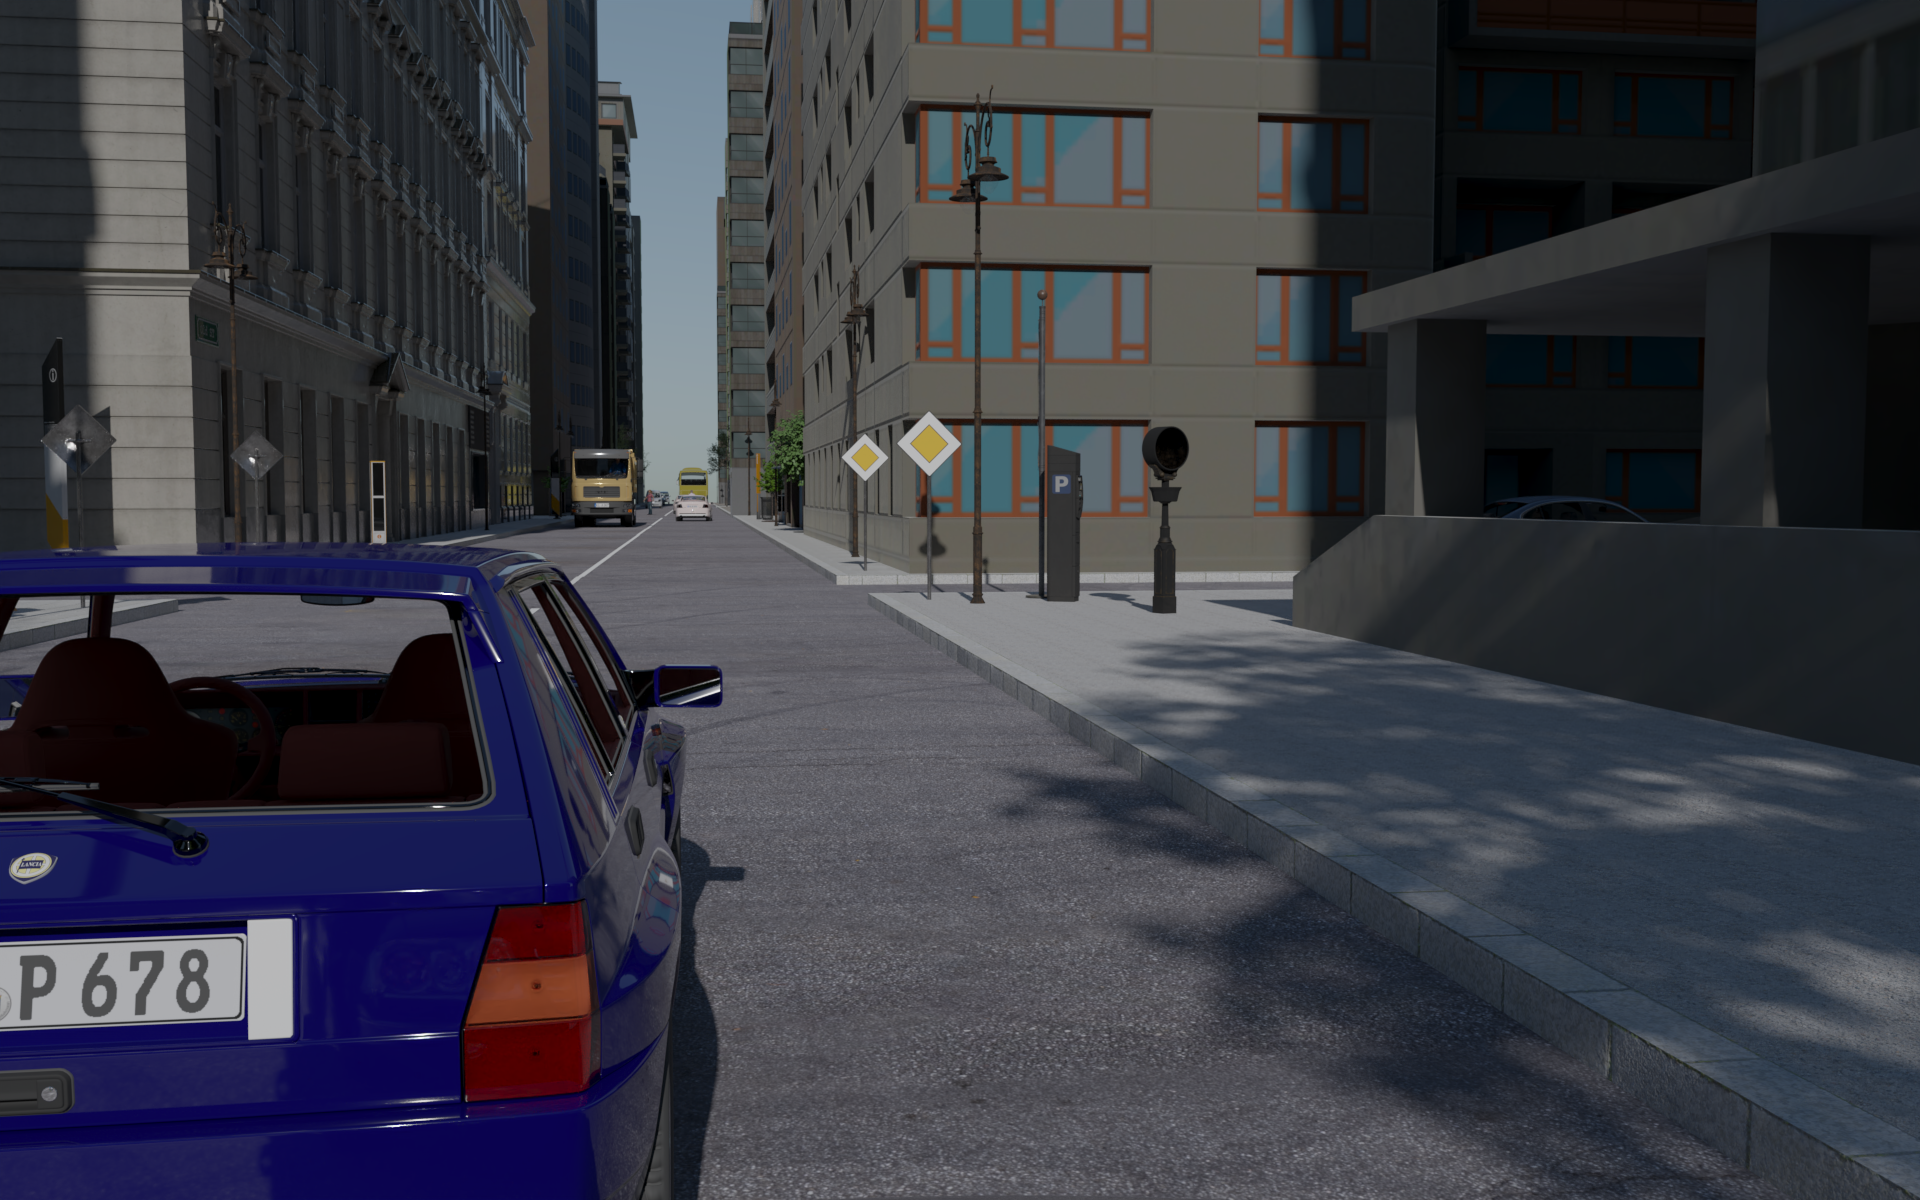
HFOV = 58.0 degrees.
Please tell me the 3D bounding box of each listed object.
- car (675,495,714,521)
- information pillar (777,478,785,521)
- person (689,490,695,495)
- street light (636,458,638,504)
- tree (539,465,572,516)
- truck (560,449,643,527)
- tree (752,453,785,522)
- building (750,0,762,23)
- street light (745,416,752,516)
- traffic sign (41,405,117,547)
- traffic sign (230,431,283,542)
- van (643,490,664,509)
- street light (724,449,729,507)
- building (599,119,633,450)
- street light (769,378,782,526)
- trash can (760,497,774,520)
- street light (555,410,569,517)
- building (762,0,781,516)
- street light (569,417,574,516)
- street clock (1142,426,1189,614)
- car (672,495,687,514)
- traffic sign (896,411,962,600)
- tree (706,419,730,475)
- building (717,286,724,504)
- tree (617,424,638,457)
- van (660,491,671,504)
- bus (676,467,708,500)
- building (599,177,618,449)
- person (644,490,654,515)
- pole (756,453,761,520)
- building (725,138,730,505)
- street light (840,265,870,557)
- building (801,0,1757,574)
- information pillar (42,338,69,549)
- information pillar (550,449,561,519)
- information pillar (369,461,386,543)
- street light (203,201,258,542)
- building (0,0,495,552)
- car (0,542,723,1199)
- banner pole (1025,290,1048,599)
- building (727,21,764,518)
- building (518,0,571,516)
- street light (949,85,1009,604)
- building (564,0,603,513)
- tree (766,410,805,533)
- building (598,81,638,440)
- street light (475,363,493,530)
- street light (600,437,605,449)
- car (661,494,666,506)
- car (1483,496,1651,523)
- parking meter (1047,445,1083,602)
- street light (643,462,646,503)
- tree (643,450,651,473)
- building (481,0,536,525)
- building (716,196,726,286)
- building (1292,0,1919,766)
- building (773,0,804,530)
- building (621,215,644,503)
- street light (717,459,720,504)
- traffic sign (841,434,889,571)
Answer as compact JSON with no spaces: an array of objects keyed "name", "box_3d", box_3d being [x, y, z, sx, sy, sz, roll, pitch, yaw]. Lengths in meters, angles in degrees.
[{"name":"car","box_3d":[-14.166,-4.887,92.262,2.083,1.381,4.827,0,4,-7]},{"name":"information pillar","box_3d":[-8.371,-4.703,81.387,0.304,2.012,0.304,3,5,40]},{"name":"person","box_3d":[-18.867,-6.888,122.065,0.756,1.711,0.436,1,4,19]},{"name":"street light","box_3d":[-40.817,-15.072,219.207,0.468,5.910,1.993,-1,4,-9]},{"name":"tree","box_3d":[-23.142,-6.443,99.937,1.663,3.219,1.824,0,3,0]},{"name":"truck","box_3d":[-15.719,-4.943,76.750,3.469,3.379,9.791,-1,4,-9]},{"name":"tree","box_3d":[-8.762,-5.201,79.632,1.663,3.219,1.824,0,3,0]},{"name":"building","box_3d":[-9.762,-33.331,164.577,23.786,49.044,30.456,-1,4,-9]},{"name":"street light","box_3d":[-12.539,-7.952,102.801,0.468,5.910,1.993,-1,4,-9]},{"name":"traffic sign","box_3d":[-9.912,-0.971,19.520,0.795,2.450,0.064,-1,4,-9]},{"name":"traffic sign","box_3d":[-11.118,-1.454,27.414,0.795,2.450,0.064,-1,4,-9]},{"name":"van","box_3d":[-30.671,-10.171,173.299,2.013,2.044,4.112,-1,4,-10]},{"name":"street light","box_3d":[-23.979,-12.551,178.003,0.468,5.910,1.993,-1,4,-9]},{"name":"building","box_3d":[-48.848,-33.172,196.983,22.147,44.769,28.867,-1,4,-9]},{"name":"street light","box_3d":[-7.334,-5.881,68.935,0.468,5.910,1.993,-1,4,-9]},{"name":"trash can","box_3d":[-9.554,-4.539,85.861,0.748,1.137,0.748,0,3,0]},{"name":"street light","box_3d":[-21.961,-7.480,95.082,0.468,5.910,1.993,-1,4,-9]},{"name":"building","box_3d":[0.474,-28.739,93.583,21.300,48.544,21.600,-1,4,-9]},{"name":"street light","box_3d":[-23.228,-7.992,103.462,0.468,5.910,1.993,-1,4,-9]},{"name":"street clock","box_3d":[2.202,-0.858,18.598,0.471,2.002,0.358,-2,4,-31]},{"name":"car","box_3d":[-19.829,-6.915,125.421,2.083,1.381,4.827,-1,4,-10]},{"name":"traffic sign","box_3d":[-0.375,-1.059,20.951,0.795,2.450,0.064,-1,4,-9]},{"name":"tree","box_3d":[-24.183,-15.472,187.383,7.601,10.594,8.767,2,4,30]},{"name":"building","box_3d":[-26.670,-28.688,240.749,14.160,30.474,14.107,-1,4,-9]},{"name":"tree","box_3d":[-35.281,-13.953,178.497,4.737,8.622,4.395,0,3,0]},{"name":"van","box_3d":[-43.591,-15.169,255.030,2.013,2.044,4.112,-1,4,-9]},{"name":"bus","box_3d":[-24.616,-10.274,159.520,2.896,3.916,12.252,-1,4,-10]},{"name":"building","box_3d":[-40.051,-24.017,164.374,14.160,30.474,14.107,-1,4,-9]},{"name":"person","box_3d":[-21.480,-6.751,119.597,0.721,1.743,1.217,-3,5,-43]},{"name":"pole","box_3d":[-10.136,-5.702,87.067,0.158,3.312,0.155,0,3,0]},{"name":"building","box_3d":[-20.320,-31.751,202.723,14.154,41.232,14.086,-1,4,-9]},{"name":"street light","box_3d":[-2.127,-3.810,35.084,0.468,5.910,1.993,-1,4,-9]},{"name":"building","box_3d":[11.389,-12.109,43.022,28.899,21.520,27.650,-1,4,-9]},{"name":"information pillar","box_3d":[-13.676,-2.131,26.196,0.504,3.616,0.183,2,4,35]},{"name":"information pillar","box_3d":[-20.814,-5.975,89.040,0.183,3.616,0.504,3,5,39]},{"name":"information pillar","box_3d":[-12.993,-2.090,38.670,0.304,2.012,0.304,-2,4,-24]},{"name":"street light","box_3d":[-11.614,-3.360,27.727,0.468,5.910,1.993,-1,4,-9]},{"name":"building","box_3d":[-23.416,-16.561,47.180,17.030,29.872,44.131,-1,4,-9]},{"name":"car","box_3d":[-1.540,0.515,4.162,1.945,1.354,3.894,-1,4,-9]},{"name":"banner pole","box_3d":[1.001,-1.928,21.539,0.401,3.779,0.863,0,4,-2]},{"name":"building","box_3d":[-7.791,-20.751,110.985,14.160,30.474,14.107,-1,4,-9]},{"name":"building","box_3d":[-32.045,-27.990,107.744,14.600,45.320,14.200,-1,4,-9]},{"name":"street light","box_3d":[0.207,-2.897,20.147,0.468,5.910,1.993,-1,4,-9]},{"name":"building","box_3d":[-38.130,-35.836,127.922,21.231,58.520,28.212,-1,4,-9]},{"name":"tree","box_3d":[-4.785,-4.536,57.874,4.285,4.588,4.351,0,3,0]},{"name":"building","box_3d":[-56.399,-38.827,224.053,28.713,52.752,27.495,-1,4,-9]},{"name":"street light","box_3d":[-16.746,-5.402,61.115,0.468,5.910,1.993,-1,4,-9]},{"name":"street light","box_3d":[-28.201,-10.036,136.874,0.468,5.910,1.993,-1,4,-9]},{"name":"car","box_3d":[-38.064,-12.612,218.206,2.014,1.417,4.499,-1,4,-11]},{"name":"car","box_3d":[8.957,-0.795,24.994,4.499,1.417,2.014,-1,4,-9]},{"name":"parking meter","box_3d":[1.252,-0.914,20.663,0.399,1.863,0.255,1,4,17]},{"name":"street light","box_3d":[-46.104,-17.150,253.186,0.468,5.910,1.993,-1,4,-9]},{"name":"tree","box_3d":[-48.408,-18.901,259.386,4.360,8.622,3.978,0,3,0]},{"name":"building","box_3d":[-26.971,-17.933,79.109,13.634,28.700,20.117,-1,4,-9]},{"name":"building","box_3d":[-28.579,-36.954,254.313,14.600,45.320,14.200,-1,4,-9]},{"name":"building","box_3d":[20.187,-19.525,11.120,32.217,40.220,23.993,-1,4,-9]},{"name":"building","box_3d":[-0.049,-25.525,67.451,14.600,45.320,14.200,-1,4,-9]},{"name":"building","box_3d":[-52.442,-34.409,246.176,14.154,41.232,14.086,-1,4,-9]},{"name":"street light","box_3d":[-31.530,-15.566,227.290,0.468,5.910,1.993,-1,4,-9]},{"name":"traffic sign","box_3d":[-1.581,-1.541,28.845,0.795,2.450,0.064,-1,4,-9]}]
